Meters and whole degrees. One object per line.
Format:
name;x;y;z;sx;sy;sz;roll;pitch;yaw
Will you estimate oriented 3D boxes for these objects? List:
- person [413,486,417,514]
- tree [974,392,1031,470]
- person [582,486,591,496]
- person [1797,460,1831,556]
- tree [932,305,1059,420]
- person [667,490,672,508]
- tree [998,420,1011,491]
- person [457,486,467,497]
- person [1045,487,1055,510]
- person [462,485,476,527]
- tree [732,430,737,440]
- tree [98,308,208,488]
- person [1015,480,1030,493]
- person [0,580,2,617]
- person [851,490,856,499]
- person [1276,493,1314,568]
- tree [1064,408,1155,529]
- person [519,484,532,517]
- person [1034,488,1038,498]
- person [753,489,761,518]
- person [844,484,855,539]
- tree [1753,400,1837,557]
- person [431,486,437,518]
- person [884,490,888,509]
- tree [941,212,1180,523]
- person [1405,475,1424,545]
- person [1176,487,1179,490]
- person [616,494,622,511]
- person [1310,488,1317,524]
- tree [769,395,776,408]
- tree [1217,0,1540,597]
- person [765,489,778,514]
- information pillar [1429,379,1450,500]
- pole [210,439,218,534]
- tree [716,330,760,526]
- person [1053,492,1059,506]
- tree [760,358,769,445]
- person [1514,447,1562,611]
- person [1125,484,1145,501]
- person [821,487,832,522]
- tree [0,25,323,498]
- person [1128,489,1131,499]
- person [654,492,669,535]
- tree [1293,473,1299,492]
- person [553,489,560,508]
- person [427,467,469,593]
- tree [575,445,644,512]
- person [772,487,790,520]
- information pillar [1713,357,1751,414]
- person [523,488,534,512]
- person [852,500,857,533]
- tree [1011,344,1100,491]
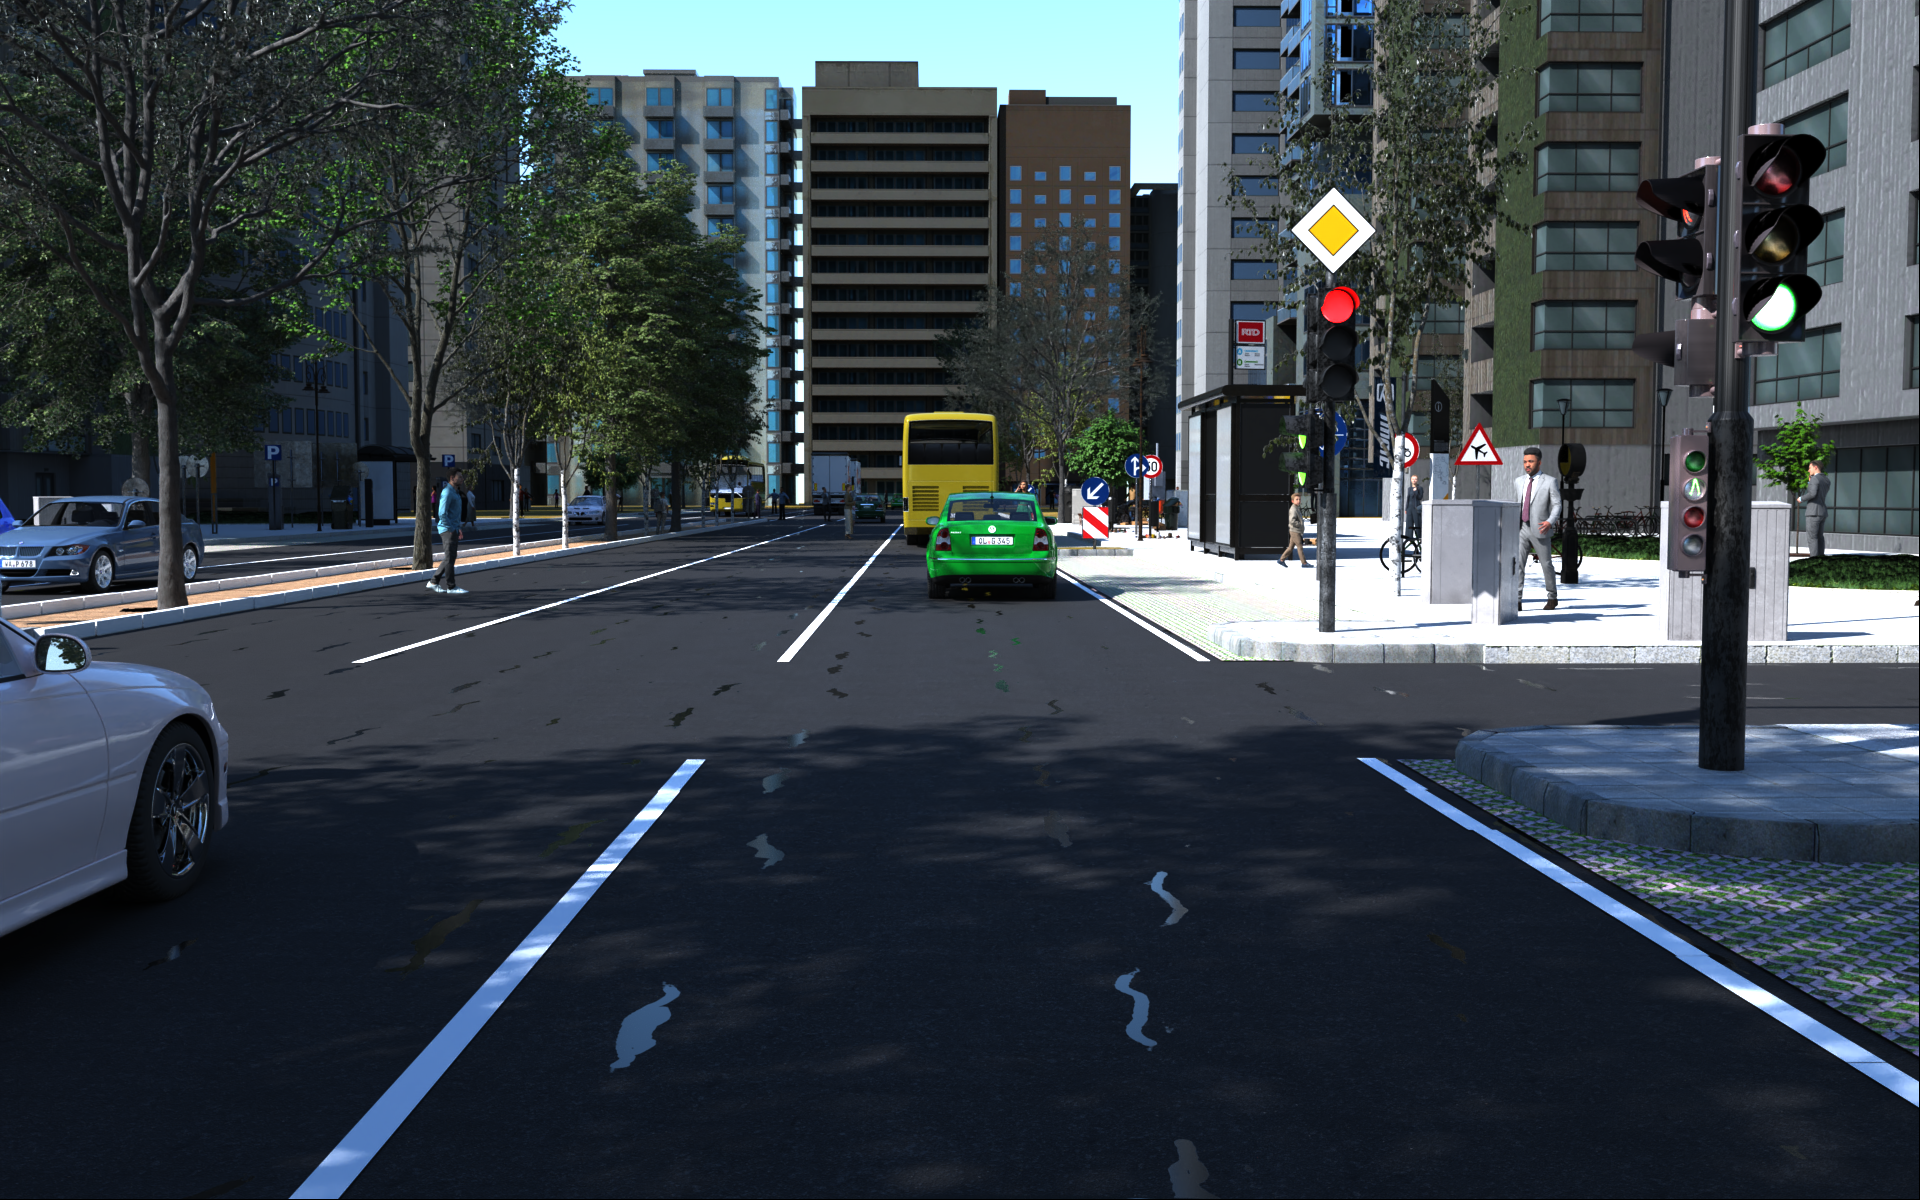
person;-35.895;-6.622;114.319;0.705;1.822;1.348;0;4;-8
tree;2.750;-13.293;151.748;7.601;10.594;8.767;0;4;1
person;-24.084;-6.455;111.603;0.705;1.821;1.348;-3;5;-42
person;14.217;-1.411;28.923;0.655;1.846;0.447;-3;5;-43
tree;4.042;-19.053;167.413;12.611;20.169;13.585;0;3;0
person;-26.994;-9.464;161.504;0.721;1.736;1.217;1;4;15
tree;4.057;-10.560;123.022;4.737;8.622;4.395;0;3;0
person;-35.258;-7.083;121.866;1.348;1.821;0.705;-1;4;-22
person;7.460;-8.209;139.897;1.348;1.869;0.705;2;4;25
person;-19.802;-3.741;69.891;0.641;1.798;0.478;0;4;7
tree;-24.748;-14.950;154.801;12.009;13.543;11.850;0;3;0
tree;-29.892;-6.990;64.648;4.737;8.622;4.395;0;3;0
person;1.658;-2.201;44.735;0.600;1.795;0.529;1;4;12
person;-4.605;0.044;8.002;0.641;1.798;0.478;-3;5;-44
person;-8.066;-7.521;132.204;1.217;1.736;0.721;3;4;38
person;5.836;-1.212;30.126;0.640;1.303;0.475;0;4;8
tree;5.684;-4.932;64.356;4.285;4.588;4.351;0;3;0
person;-24.958;-5.648;98.348;1.348;1.831;0.705;-3;4;-38
person;5.919;-8.076;138.798;0.721;1.735;1.217;3;5;42
person;-11.524;-5.468;98.821;0.530;1.710;0.541;-1;4;-11
person;-3.555;-2.856;55.744;0.362;1.759;0.519;0;4;-2
tree;17.148;-2.513;35.693;1.663;3.219;1.824;0;3;0
person;-28.032;-5.224;92.130;0.721;1.739;1.217;0;4;8
person;-7.037;-9.555;164.868;0.705;1.807;1.348;-1;4;-11
tree;4.502;-10.128;75.958;12.009;13.543;11.850;0;3;0
person;11.580;-2.304;44.129;0.576;1.772;0.534;2;4;33
person;16.349;-7.571;129.698;0.599;1.838;0.709;2;4;30
person;-25.595;-7.357;129.524;0.799;1.438;0.628;-3;5;-44
person;11.072;-2.892;53.294;0.622;1.834;0.822;2;4;27
tree;-10.660;-7.839;80.988;4.360;8.622;3.978;0;3;0
tree;5.428;-4.365;21.723;4.360;8.622;3.978;0;3;0
person;-13.620;-7.248;126.995;1.348;1.826;0.705;-1;4;-14
information pillar;9.788;-2.694;35.409;0.504;3.616;0.183;-2;4;-33
pole;-24.069;-3.792;55.850;0.158;3.312;0.155;0;3;0
tree;-10.617;-7.259;71.497;4.360;8.622;3.978;0;3;0
person;7.007;-7.017;123.996;0.697;1.427;0.421;0;4;-3
tree;-10.742;-7.557;76.369;4.360;8.622;3.978;0;3;0
person;6.310;-0.776;19.006;0.850;1.792;0.678;-3;5;-42
person;9.384;-5.344;93.512;0.705;1.812;1.348;-3;5;-44
person;-6.954;-4.999;90.420;0.592;1.802;0.473;-1;4;-16
tree;-22.661;-8.638;47.888;9.857;13.997;8.962;0;3;0
person;11.948;-6.904;119.636;0.721;1.743;1.217;-2;4;-27
person;-9.973;-2.848;57.661;0.503;1.515;0.523;-2;4;-27
tree;12.856;-4.588;69.616;1.663;3.219;1.824;0;3;0
person;-37.411;-9.431;160.915;1.217;1.739;0.721;3;4;36
person;-7.421;-1.010;25.038;0.620;1.820;0.660;-1;4;-10
tree;-24.266;-8.578;123.967;4.285;4.588;4.351;0;3;0
person;-9.882;-5.352;95.988;1.348;1.826;0.705;3;4;36
information pillar;7.270;-1.527;16.316;0.504;3.616;0.183;-2;4;-35
person;-31.838;-7.370;127.360;0.721;1.723;1.217;3;5;39
person;-4.027;-3.112;64.395;0.382;1.210;0.505;1;4;19
tree;5.125;-8.259;85.389;4.737;8.622;4.395;0;3;0
